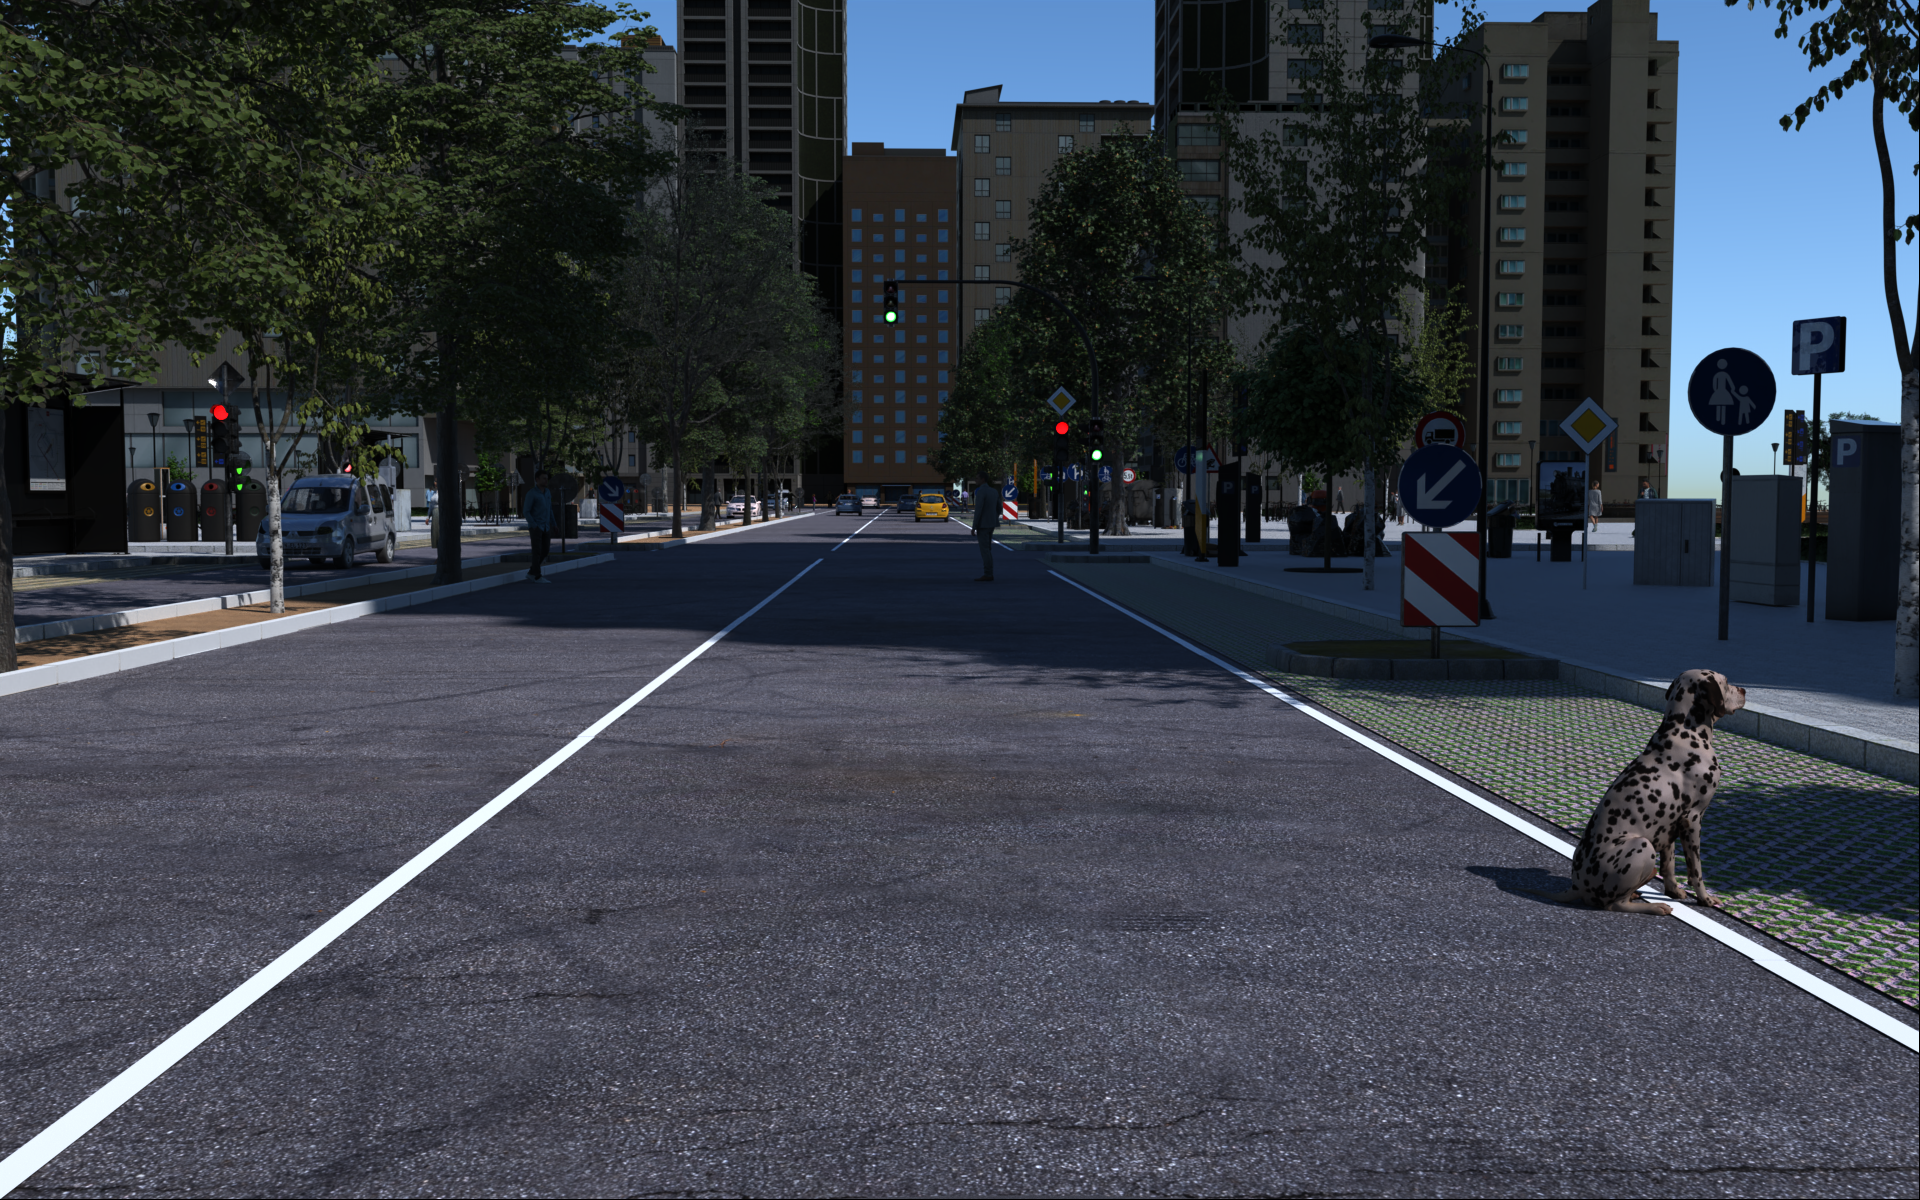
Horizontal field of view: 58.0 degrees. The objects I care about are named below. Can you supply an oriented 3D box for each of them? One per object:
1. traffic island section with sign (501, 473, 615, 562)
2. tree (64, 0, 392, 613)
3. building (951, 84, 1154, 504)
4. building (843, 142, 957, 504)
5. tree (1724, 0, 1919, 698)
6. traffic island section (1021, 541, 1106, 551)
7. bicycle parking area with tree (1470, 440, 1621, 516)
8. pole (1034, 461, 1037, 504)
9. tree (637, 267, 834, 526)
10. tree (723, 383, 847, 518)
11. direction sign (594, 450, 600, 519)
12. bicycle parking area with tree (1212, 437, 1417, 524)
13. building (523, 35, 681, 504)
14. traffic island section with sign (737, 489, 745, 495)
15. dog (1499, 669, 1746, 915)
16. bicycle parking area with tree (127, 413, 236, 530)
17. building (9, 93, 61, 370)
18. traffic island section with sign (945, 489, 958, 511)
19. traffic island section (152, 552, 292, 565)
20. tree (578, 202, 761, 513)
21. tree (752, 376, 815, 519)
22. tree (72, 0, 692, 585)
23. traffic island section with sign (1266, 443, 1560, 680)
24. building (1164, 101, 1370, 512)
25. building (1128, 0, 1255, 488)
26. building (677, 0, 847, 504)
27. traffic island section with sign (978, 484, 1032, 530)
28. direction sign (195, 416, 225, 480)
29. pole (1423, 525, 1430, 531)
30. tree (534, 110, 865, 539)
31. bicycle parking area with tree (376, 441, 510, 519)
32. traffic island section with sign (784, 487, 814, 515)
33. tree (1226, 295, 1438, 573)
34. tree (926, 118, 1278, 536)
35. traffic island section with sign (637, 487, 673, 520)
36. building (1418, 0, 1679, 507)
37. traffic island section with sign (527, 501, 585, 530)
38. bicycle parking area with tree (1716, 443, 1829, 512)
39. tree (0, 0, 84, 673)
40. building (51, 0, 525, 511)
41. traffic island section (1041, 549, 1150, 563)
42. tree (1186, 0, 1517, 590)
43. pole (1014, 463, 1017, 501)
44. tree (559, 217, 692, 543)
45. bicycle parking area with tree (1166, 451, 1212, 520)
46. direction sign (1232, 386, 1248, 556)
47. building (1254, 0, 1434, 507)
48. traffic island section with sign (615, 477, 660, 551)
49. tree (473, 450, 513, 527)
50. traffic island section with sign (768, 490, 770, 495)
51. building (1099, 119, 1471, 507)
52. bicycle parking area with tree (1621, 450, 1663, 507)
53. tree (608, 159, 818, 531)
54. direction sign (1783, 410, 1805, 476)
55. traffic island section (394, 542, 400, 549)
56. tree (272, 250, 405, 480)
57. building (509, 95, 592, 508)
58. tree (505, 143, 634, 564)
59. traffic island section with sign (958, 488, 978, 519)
[{"bbox_3d":[-8.607,-1.766,37.014,2.006,1.907,1.989,0,4,-2],"label":"traffic island section with sign"},{"bbox_3d":[-8.125,-4.124,20.242,4.737,8.622,4.395,0,3,0],"label":"tree"},{"bbox_3d":[12.889,-39.310,231.962,27.495,52.752,28.713,0,4,-2],"label":"building"},{"bbox_3d":[-7.710,-35.082,223.702,14.200,45.320,14.600,0,4,-2],"label":"building"},{"bbox_3d":[6.047,-3.675,10.456,4.360,8.622,3.978,0,3,0],"label":"tree"},{"bbox_3d":[2.647,-1.396,45.104,2.009,0.180,2.903,0,4,-2],"label":"traffic island section"},{"bbox_3d":[29.918,-6.621,95.254,9.016,4.147,8.231,0,4,-6],"label":"bicycle parking area with tree"},{"bbox_3d":[4.113,-6.162,94.587,0.158,3.312,0.155,0,3,0],"label":"pole"},{"bbox_3d":[-9.401,-9.096,76.934,9.928,11.665,9.643,0,3,0],"label":"tree"},{"bbox_3d":[-10.853,-10.171,103.172,8.767,10.594,7.601,0,4,-2],"label":"tree"},{"bbox_3d":[-18.765,-5.977,89.714,0.379,3.537,0.876,-2,4,-29],"label":"direction sign"},{"bbox_3d":[16.557,-5.581,78.254,8.231,4.147,9.016,1,4,20],"label":"bicycle parking area with tree"},{"bbox_3d":[-49.626,-41.830,225.925,28.212,58.520,21.231,0,4,-2],"label":"building"},{"bbox_3d":[-18.436,-8.419,146.278,1.989,1.847,2.006,0,4,-2],"label":"traffic island section with sign"},{"bbox_3d":[2.314,0.655,6.121,0.800,0.831,0.513,2,4,28],"label":"dog"},{"bbox_3d":[-29.182,-4.704,63.911,9.016,4.147,8.231,0,4,2],"label":"bicycle parking area with tree"},{"bbox_3d":[-72.122,-28.819,163.068,23.993,40.220,32.217,0,4,-2],"label":"building"},{"bbox_3d":[-0.455,-8.486,147.377,1.989,1.847,2.006,0,4,-2],"label":"traffic island section with sign"},{"bbox_3d":[-15.444,-0.874,36.574,2.009,0.180,2.903,0,4,-2],"label":"traffic island section"},{"bbox_3d":[-20.920,-15.870,115.360,12.611,20.169,13.585,0,3,0],"label":"tree"},{"bbox_3d":[-9.984,-8.778,96.334,4.360,8.622,3.978,0,3,0],"label":"tree"},{"bbox_3d":[-8.184,-6.531,27.373,7.486,12.596,7.792,0,3,0],"label":"tree"},{"bbox_3d":[3.590,-0.341,14.198,1.989,1.847,2.006,0,4,-2],"label":"traffic island section with sign"},{"bbox_3d":[22.324,-21.993,131.287,14.160,30.474,14.107,0,4,-2],"label":"building"},{"bbox_3d":[25.972,-43.378,147.489,20.563,71.187,20.611,0,4,-2],"label":"building"},{"bbox_3d":[-25.200,-48.146,225.434,20.611,71.187,20.563,0,4,-2],"label":"building"},{"bbox_3d":[1.885,-3.782,70.469,1.989,1.847,2.006,0,4,-2],"label":"traffic island section with sign"},{"bbox_3d":[-21.822,-3.574,50.435,0.379,3.537,0.876,3,4,36],"label":"direction sign"},{"bbox_3d":[13.286,-3.391,49.279,0.158,3.312,0.155,0,3,0],"label":"pole"},{"bbox_3d":[-9.100,-8.719,55.383,12.009,13.543,11.850,0,3,0],"label":"tree"},{"bbox_3d":[-27.744,-6.325,90.412,8.231,4.147,9.016,0,4,7],"label":"bicycle parking area with tree"},{"bbox_3d":[-11.106,-6.813,119.522,2.006,1.907,1.989,0,4,-2],"label":"traffic island section with sign"},{"bbox_3d":[6.151,-2.746,28.615,4.285,4.588,4.351,0,3,0],"label":"tree"},{"bbox_3d":[4.912,-8.338,53.333,9.611,12.733,9.660,0,3,0],"label":"tree"},{"bbox_3d":[-16.951,-5.403,96.959,1.989,1.847,2.006,0,4,-2],"label":"traffic island section with sign"},{"bbox_3d":[58.798,-33.569,172.553,21.600,48.544,21.300,0,4,-2],"label":"building"},{"bbox_3d":[-16.111,-3.709,69.274,1.989,1.847,2.006,0,4,-2],"label":"traffic island section with sign"},{"bbox_3d":[48.923,-7.220,105.044,8.231,4.147,9.016,0,4,4],"label":"bicycle parking area with tree"},{"bbox_3d":[-7.729,-5.689,13.601,7.486,12.596,7.792,0,3,0],"label":"tree"},{"bbox_3d":[-48.924,-33.169,131.557,28.713,52.752,27.495,0,4,-2],"label":"building"},{"bbox_3d":[2.889,-0.908,37.122,2.009,0.180,2.903,0,4,-2],"label":"traffic island section"},{"bbox_3d":[5.228,-4.437,22.909,4.737,8.622,4.395,0,3,0],"label":"tree"},{"bbox_3d":[3.655,-7.380,114.507,0.158,3.312,0.155,0,3,0],"label":"pole"},{"bbox_3d":[-9.170,-5.690,45.857,4.360,8.622,3.978,0,3,0],"label":"tree"},{"bbox_3d":[13.617,-6.131,87.246,8.231,4.147,9.016,1,4,12],"label":"bicycle parking area with tree"},{"bbox_3d":[5.785,-2.681,35.839,0.379,3.537,0.876,-1,4,-10],"label":"direction sign"},{"bbox_3d":[51.261,-48.306,228.062,20.611,71.187,20.563,0,4,-2],"label":"building"},{"bbox_3d":[-8.822,-2.219,44.418,2.006,1.907,1.989,0,4,-2],"label":"traffic island section with sign"},{"bbox_3d":[-18.827,-4.527,68.622,1.663,3.219,1.824,0,3,0],"label":"tree"},{"bbox_3d":[-19.282,-10.090,173.599,1.989,1.847,2.006,0,4,-2],"label":"traffic island section with sign"},{"bbox_3d":[30.614,-29.294,170.844,32.217,40.220,23.993,0,4,-2],"label":"building"},{"bbox_3d":[46.249,-7.880,115.841,9.016,4.147,8.231,2,4,28],"label":"bicycle parking area with tree"},{"bbox_3d":[-9.819,-9.649,66.872,9.857,13.997,8.962,0,3,0],"label":"tree"},{"bbox_3d":[22.458,-3.346,46.700,0.876,3.537,0.379,-2,4,-33],"label":"direction sign"},{"bbox_3d":[-15.686,-1.362,44.555,2.009,0.180,2.903,0,4,-2],"label":"traffic island section"},{"bbox_3d":[-18.320,-6.149,50.897,4.360,8.622,3.978,0,3,0],"label":"tree"},{"bbox_3d":[-48.158,-28.899,164.385,23.993,40.220,32.217,0,4,-2],"label":"building"},{"bbox_3d":[-8.506,-5.021,34.907,4.737,8.622,4.395,0,3,0],"label":"tree"},{"bbox_3d":[1.026,-5.505,98.638,1.989,1.847,2.006,0,4,-2],"label":"traffic island section with sign"}]
